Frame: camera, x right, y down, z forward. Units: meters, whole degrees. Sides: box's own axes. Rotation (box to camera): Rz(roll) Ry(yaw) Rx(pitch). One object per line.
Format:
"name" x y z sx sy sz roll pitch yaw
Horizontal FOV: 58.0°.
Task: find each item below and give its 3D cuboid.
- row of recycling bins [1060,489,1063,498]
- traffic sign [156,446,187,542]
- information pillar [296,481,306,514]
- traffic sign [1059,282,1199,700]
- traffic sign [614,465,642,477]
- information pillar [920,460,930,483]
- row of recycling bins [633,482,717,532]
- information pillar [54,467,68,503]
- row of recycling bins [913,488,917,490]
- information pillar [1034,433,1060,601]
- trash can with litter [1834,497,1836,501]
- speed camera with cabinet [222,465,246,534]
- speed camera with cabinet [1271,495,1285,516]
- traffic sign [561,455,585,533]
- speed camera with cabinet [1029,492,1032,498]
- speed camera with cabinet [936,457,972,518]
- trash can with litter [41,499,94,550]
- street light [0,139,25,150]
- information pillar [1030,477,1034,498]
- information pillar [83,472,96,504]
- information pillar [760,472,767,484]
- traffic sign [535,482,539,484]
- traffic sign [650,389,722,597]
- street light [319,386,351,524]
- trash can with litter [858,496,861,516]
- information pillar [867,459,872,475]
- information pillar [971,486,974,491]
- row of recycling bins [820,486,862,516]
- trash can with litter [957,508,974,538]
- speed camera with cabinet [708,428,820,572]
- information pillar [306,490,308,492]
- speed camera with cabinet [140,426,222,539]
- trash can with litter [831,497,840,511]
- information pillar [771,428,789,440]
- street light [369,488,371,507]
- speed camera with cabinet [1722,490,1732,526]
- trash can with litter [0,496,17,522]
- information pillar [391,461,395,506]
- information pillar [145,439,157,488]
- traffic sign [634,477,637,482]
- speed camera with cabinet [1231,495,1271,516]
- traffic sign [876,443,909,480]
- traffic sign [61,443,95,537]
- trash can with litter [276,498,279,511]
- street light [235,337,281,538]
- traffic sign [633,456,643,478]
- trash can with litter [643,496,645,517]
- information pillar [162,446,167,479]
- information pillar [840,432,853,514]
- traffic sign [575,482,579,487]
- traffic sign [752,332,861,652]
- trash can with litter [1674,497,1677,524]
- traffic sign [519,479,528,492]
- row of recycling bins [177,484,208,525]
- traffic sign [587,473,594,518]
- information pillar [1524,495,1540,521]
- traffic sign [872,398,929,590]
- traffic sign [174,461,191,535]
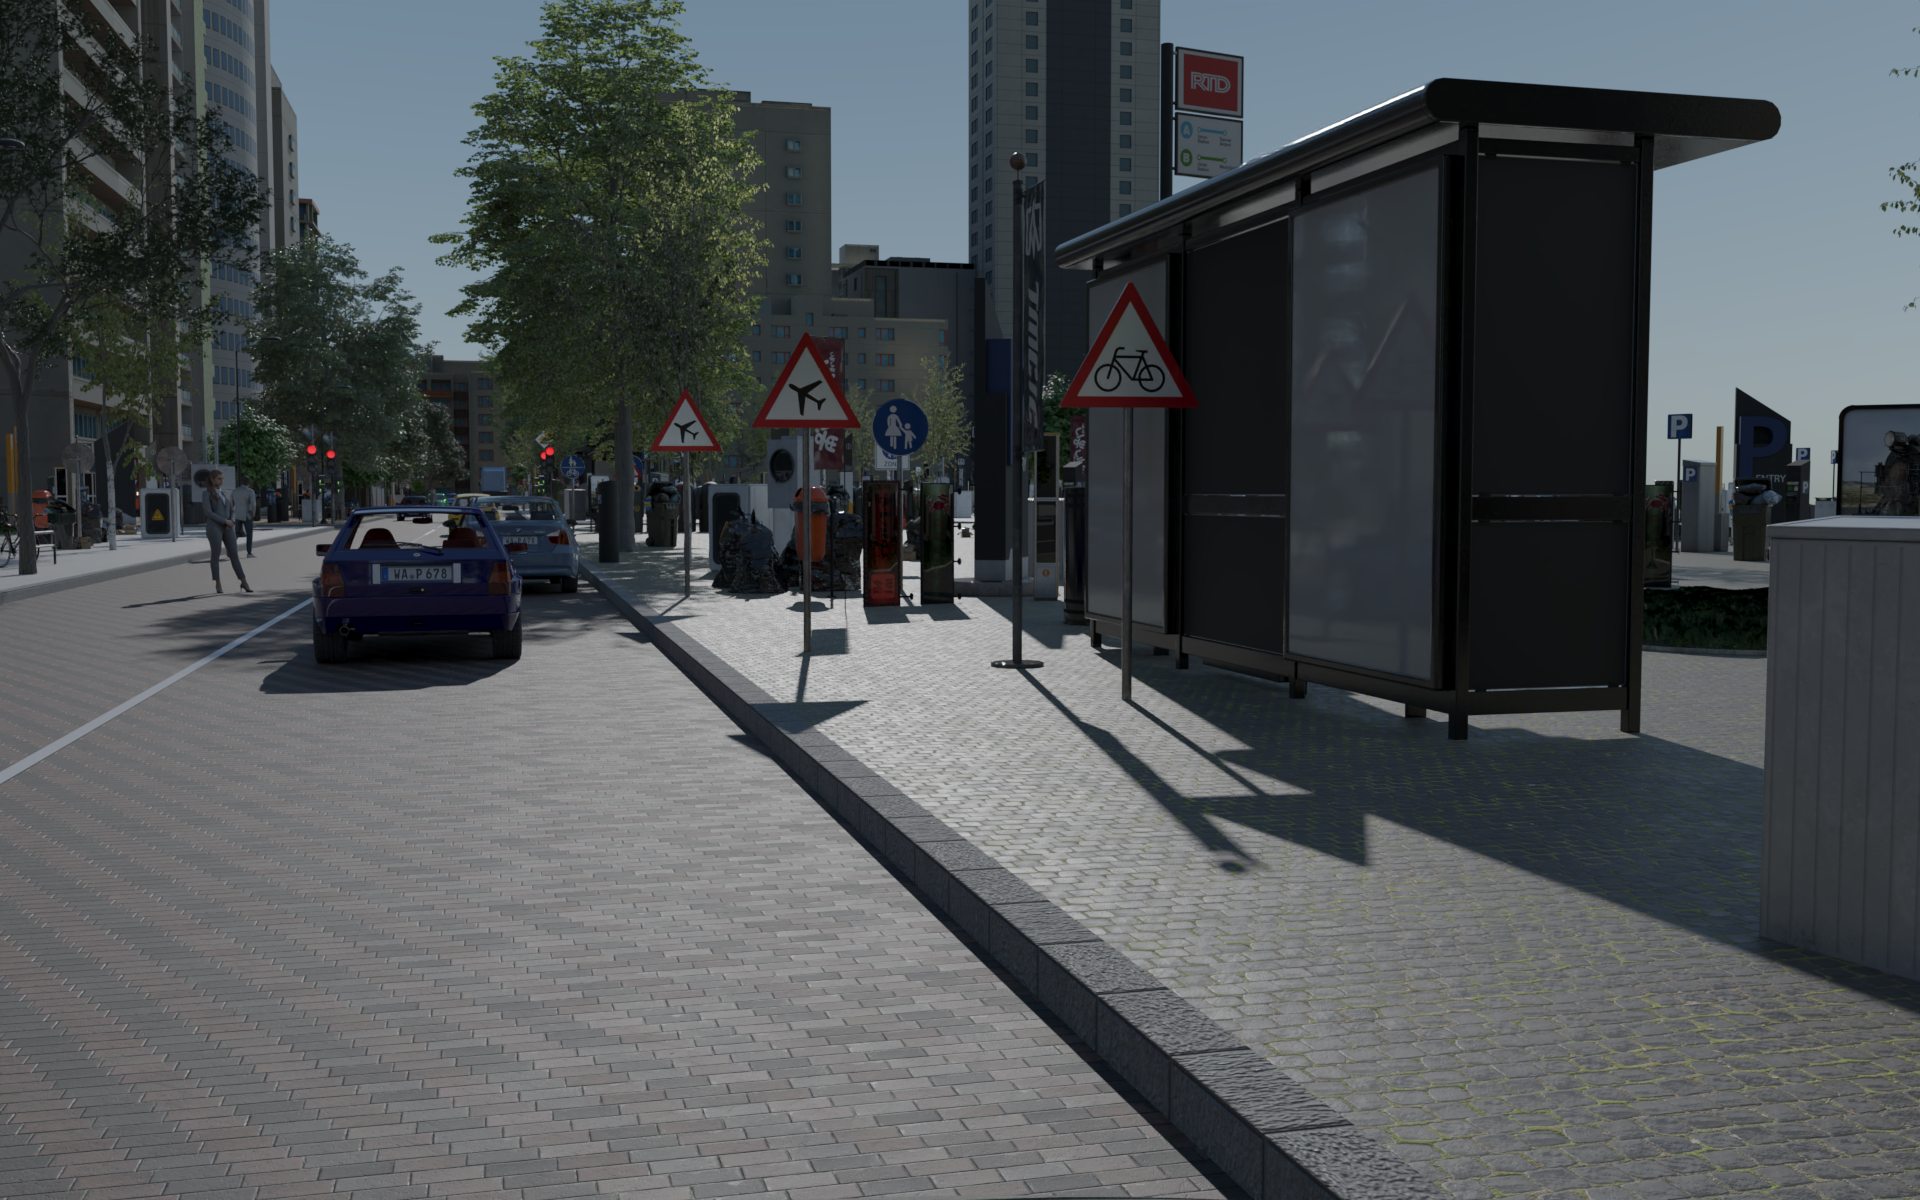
"row of recycling bins" 9.608 -8.818 151.294 3.534 1.692 1.069 3 4 37
"traffic sign" -20.997 -2.817 46.169 0.768 2.556 0.104 -1 4 -11
"information pillar" -36.549 -5.584 95.790 0.304 2.012 0.304 3 5 42
"traffic sign" 1.039 -0.656 10.733 0.884 2.594 0.081 -1 4 -10
"traffic sign" -10.561 -3.369 55.080 0.884 2.594 0.081 -1 4 -14
"information pillar" -2.303 -7.818 119.186 0.504 3.616 0.183 2 4 31
"row of recycling bins" -9.836 -3.161 58.795 3.534 1.692 1.069 -1 4 -13
"information pillar" -24.690 -2.636 47.592 0.304 2.012 0.304 -2 4 -32
"row of recycling bins" -3.641 -8.598 147.693 1.069 1.692 3.534 -1 4 -23
"information pillar" 1.043 -1.003 20.893 0.304 2.012 0.304 0 4 4
"trash can with litter" 42.268 -4.458 83.940 1.678 1.210 2.233 -3 5 -39
"speed camera with cabinet" -22.678 -3.641 53.863 0.660 3.252 2.038 -3 5 -41
"speed camera with cabinet" 19.220 -6.477 100.236 0.660 3.252 2.038 -3 5 -44
"traffic sign" -12.639 -3.453 56.568 0.768 2.556 0.104 -1 4 -8
"speed camera with cabinet" 4.737 -8.867 139.316 2.038 3.252 0.660 -1 4 -12
"speed camera with cabinet" -0.396 -6.049 93.235 2.038 3.252 0.660 -2 4 -29
"trash can with litter" -20.624 -1.753 40.042 0.624 1.170 1.055 1 4 15
"street light" -12.931 -3.067 22.683 1.470 5.913 1.316 -1 4 -15
"information pillar" 6.312 -9.819 151.894 0.504 3.616 0.183 -2 4 -34
"information pillar" -29.481 -3.315 58.699 0.304 2.012 0.304 -1 4 -11
"information pillar" -6.488 -3.266 57.892 0.304 2.012 0.304 -2 4 -31
"traffic sign" -32.354 -8.169 133.662 0.768 2.556 0.104 -1 4 -9
"traffic sign" -3.412 -1.321 21.604 0.884 2.594 0.081 -1 4 -9
"street light" -26.838 -6.232 74.439 1.470 5.913 1.316 -1 4 -15
"trash can with litter" -4.065 -4.256 80.648 2.233 1.210 1.678 -1 4 -20
"information pillar" -6.065 -7.660 116.590 0.183 3.616 0.504 -3 4 -37
"information pillar" 1.139 -9.471 159.348 0.304 2.012 0.304 0 4 6
"row of recycling bins" -5.814 -4.761 84.948 3.534 1.692 1.069 2 4 31
"trash can with litter" 0.463 -2.435 51.207 1.055 1.170 0.624 -1 4 -9
"speed camera with cabinet" -3.199 -2.065 28.095 2.038 3.252 0.660 3 4 38
"information pillar" -44.059 -6.882 117.012 0.304 2.012 0.304 -2 4 -26
"speed camera with cabinet" -22.639 -3.418 50.216 2.038 3.252 0.660 -1 4 -18
"trash can with litter" -4.905 -2.585 53.321 1.678 1.210 2.233 2 4 26
"information pillar" -4.665 -3.270 44.821 0.504 3.616 0.183 -1 4 -12
"street light" -34.711 -8.006 103.446 1.470 5.913 1.316 -1 4 -15
"speed camera with cabinet" 30.058 -4.480 67.583 2.038 3.252 0.660 3 5 44
"trash can with litter" -43.862 -4.180 79.403 2.233 1.210 1.678 1 4 10
"information pillar" -39.648 -7.935 121.086 0.183 3.616 0.504 -2 4 -34
"information pillar" -34.581 -5.062 74.117 0.183 3.616 0.504 2 4 32
"traffic sign" -12.020 -3.721 62.969 0.606 2.300 0.079 -1 4 -10
"speed camera with cabinet" 17.053 -6.532 101.129 2.038 3.252 0.660 0 4 -7
"traffic sign" -1.186 -1.719 30.239 0.606 2.300 0.079 -1 4 -10
"traffic sign" -21.860 -2.620 42.946 0.768 2.556 0.104 -1 4 -10
"trash can with litter" -32.368 -4.338 82.316 0.624 1.170 1.055 -3 5 -40
"street light" -20.745 -4.811 51.195 1.470 5.913 1.316 -1 4 -15
"traffic sign" -10.796 -3.477 56.948 0.768 2.556 0.104 0 4 -6
"trash can with litter" -17.781 -5.151 95.605 0.624 1.170 1.055 2 4 29
"information pillar" -39.075 -5.737 85.159 0.183 3.616 0.504 -1 4 -12
"information pillar" -4.253 -4.506 65.027 0.504 3.616 0.183 -1 4 -18
"traffic sign" -27.925 -7.807 127.642 0.884 2.594 0.081 -1 4 -10
"traffic sign" -1.243 -0.857 14.023 0.884 2.594 0.081 -1 4 -14
"trash can with litter" 23.964 -2.919 59.107 1.055 1.170 0.624 3 4 37
"traffic sign" -36.623 -8.881 145.304 0.768 2.556 0.104 -1 4 -10
"row of recycling bins" -32.867 -4.095 74.070 1.069 1.692 3.534 -1 4 -14
"traffic sign" -17.808 -5.021 84.219 0.606 2.300 0.079 -1 4 -10
"information pillar" 13.579 -2.240 41.111 0.304 2.012 0.304 2 4 34
"traffic sign" -0.803 -1.412 23.188 0.768 2.556 0.104 -1 4 -9
"traffic sign" -24.316 -3.178 54.098 0.606 2.300 0.079 -1 4 -11
